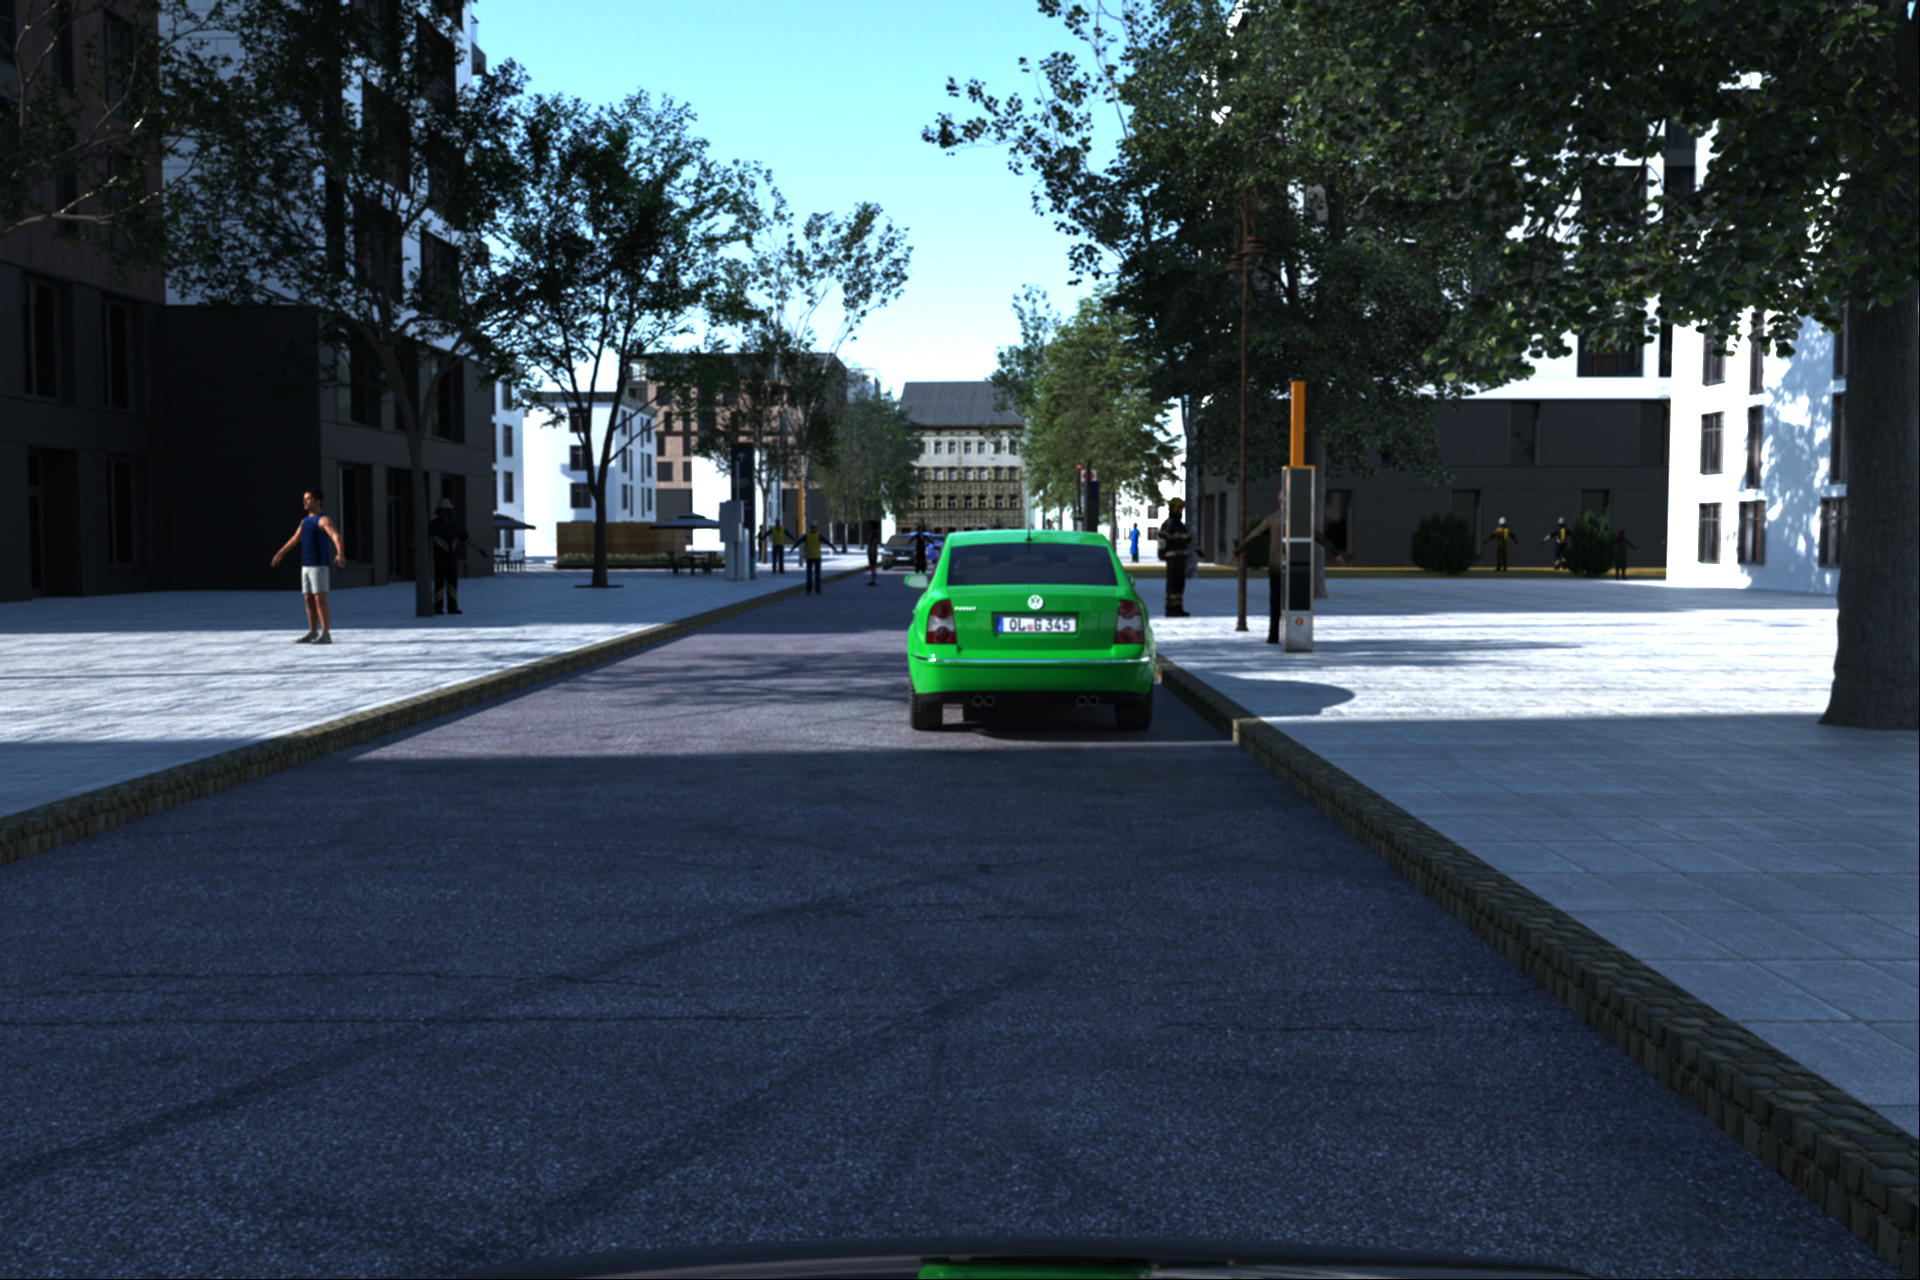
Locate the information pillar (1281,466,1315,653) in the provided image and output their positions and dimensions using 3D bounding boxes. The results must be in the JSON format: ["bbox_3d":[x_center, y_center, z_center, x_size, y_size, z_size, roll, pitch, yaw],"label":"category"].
[{"bbox_3d":[3.662,-0.874,18.782,0.304,2.012,0.304,0,4,1],"label":"information pillar"}]

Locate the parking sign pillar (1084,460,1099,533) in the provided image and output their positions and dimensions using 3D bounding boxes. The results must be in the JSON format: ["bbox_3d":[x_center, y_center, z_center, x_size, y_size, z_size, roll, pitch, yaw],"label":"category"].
[{"bbox_3d":[4.814,-4.597,63.630,1.447,3.967,1.447,0,4,0],"label":"parking sign pillar"}]

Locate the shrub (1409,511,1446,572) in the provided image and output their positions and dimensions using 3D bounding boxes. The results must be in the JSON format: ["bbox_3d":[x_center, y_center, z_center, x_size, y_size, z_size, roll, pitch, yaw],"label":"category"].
[{"bbox_3d":[16.090,-3.350,58.816,1.661,2.075,1.752,0,3,0],"label":"shrub"}]

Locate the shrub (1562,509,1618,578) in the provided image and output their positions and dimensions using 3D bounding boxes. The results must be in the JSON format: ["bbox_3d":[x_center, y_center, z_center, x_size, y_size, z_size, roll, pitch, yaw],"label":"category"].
[{"bbox_3d":[18.653,-2.863,51.234,1.690,2.028,1.600,0,3,0],"label":"shrub"}]

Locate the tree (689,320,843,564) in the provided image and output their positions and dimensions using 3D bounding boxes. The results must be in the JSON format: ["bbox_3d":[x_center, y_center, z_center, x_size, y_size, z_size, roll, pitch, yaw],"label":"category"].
[{"bbox_3d":[-8.216,-8.588,74.824,7.601,10.594,8.767,-3,5,-45],"label":"tree"}]

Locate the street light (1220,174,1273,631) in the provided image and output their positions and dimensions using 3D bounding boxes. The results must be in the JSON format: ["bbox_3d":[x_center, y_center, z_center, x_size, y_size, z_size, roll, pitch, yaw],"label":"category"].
[{"bbox_3d":[3.729,-3.055,22.729,0.468,5.910,1.993,0,4,1],"label":"street light"}]

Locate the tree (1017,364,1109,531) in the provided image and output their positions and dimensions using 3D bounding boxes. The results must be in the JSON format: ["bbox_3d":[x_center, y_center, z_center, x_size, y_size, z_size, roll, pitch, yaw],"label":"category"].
[{"bbox_3d":[7.162,-11.864,112.107,7.486,12.596,7.792,0,3,0],"label":"tree"}]

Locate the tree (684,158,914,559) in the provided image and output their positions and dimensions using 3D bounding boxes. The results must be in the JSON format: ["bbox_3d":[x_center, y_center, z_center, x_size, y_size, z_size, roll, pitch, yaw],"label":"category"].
[{"bbox_3d":[-9.532,-14.312,89.894,12.611,20.169,13.585,0,3,0],"label":"tree"}]

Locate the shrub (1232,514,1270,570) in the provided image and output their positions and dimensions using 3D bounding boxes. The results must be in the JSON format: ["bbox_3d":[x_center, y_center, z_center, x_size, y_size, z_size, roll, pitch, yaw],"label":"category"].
[{"bbox_3d":[10.573,-3.509,61.792,1.690,2.028,1.600,0,3,0],"label":"shrub"}]

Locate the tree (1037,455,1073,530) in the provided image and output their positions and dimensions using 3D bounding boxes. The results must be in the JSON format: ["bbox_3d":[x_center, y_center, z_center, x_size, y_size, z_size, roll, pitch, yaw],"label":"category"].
[{"bbox_3d":[7.133,-10.473,121.593,4.737,8.622,4.395,0,3,0],"label":"tree"}]

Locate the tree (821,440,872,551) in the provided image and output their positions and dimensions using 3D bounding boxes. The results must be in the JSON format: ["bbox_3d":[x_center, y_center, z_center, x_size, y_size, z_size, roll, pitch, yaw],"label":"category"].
[{"bbox_3d":[-8.361,-10.833,127.474,4.360,8.622,3.978,0,3,0],"label":"tree"}]

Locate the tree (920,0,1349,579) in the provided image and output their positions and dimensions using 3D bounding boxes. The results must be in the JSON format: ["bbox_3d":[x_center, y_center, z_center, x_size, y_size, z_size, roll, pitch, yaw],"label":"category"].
[{"bbox_3d":[5.679,-11.886,50.231,12.611,20.169,13.585,0,3,0],"label":"tree"}]

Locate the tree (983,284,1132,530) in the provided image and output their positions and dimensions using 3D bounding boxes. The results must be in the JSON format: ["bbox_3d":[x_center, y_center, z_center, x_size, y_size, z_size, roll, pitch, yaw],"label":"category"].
[{"bbox_3d":[6.307,-16.981,133.533,12.611,20.169,13.585,0,3,0],"label":"tree"}]

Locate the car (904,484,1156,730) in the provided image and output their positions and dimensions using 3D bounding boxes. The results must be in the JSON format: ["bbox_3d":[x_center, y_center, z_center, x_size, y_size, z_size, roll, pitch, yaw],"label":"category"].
[{"bbox_3d":[0.509,-0.320,14.028,1.959,1.807,4.718,0,4,0],"label":"car"}]

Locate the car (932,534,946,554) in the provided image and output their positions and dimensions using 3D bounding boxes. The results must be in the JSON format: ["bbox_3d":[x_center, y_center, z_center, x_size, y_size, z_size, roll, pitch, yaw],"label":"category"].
[{"bbox_3d":[-1.568,-6.000,110.097,2.014,1.417,4.499,0,4,0],"label":"car"}]

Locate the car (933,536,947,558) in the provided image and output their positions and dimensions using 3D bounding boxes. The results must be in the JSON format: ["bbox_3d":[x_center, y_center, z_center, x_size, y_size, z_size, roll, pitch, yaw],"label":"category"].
[{"bbox_3d":[0.150,-2.758,54.874,2.009,1.686,4.222,0,4,0],"label":"car"}]

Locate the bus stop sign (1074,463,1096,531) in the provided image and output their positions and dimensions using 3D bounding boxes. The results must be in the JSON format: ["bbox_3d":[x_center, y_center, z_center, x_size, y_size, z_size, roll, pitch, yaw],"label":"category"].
[{"bbox_3d":[4.720,-4.695,65.470,0.855,3.939,0.416,0,4,1],"label":"bus stop sign"}]

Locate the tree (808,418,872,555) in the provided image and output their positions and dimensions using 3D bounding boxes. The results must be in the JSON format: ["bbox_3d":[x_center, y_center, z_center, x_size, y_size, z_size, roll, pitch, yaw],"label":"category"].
[{"bbox_3d":[-7.813,-9.410,104.212,4.360,8.622,3.978,0,3,0],"label":"tree"}]

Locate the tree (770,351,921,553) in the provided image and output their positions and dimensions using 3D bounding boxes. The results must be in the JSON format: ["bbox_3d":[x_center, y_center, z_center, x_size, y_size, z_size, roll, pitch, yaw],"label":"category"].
[{"bbox_3d":[-7.839,-12.601,116.401,12.009,13.543,11.850,0,3,0],"label":"tree"}]

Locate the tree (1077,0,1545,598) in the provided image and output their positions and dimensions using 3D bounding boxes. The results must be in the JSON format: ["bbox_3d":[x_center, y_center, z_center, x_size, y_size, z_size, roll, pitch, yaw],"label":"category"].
[{"bbox_3d":[7.090,-7.822,34.549,9.857,13.997,8.962,0,3,0],"label":"tree"}]

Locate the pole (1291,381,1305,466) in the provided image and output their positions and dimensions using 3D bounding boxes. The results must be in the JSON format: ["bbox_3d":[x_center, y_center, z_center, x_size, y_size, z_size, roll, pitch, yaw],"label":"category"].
[{"bbox_3d":[4.524,-1.800,23.275,0.158,3.312,0.155,0,3,0],"label":"pole"}]

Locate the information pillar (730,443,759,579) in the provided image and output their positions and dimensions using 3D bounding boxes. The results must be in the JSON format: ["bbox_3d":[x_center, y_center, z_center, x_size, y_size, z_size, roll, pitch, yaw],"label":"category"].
[{"bbox_3d":[-6.170,-3.668,49.350,0.750,3.857,0.750,0,4,0],"label":"information pillar"}]

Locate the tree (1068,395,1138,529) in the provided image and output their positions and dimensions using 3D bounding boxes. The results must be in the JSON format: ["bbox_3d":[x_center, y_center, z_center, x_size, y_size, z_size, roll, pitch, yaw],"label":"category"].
[{"bbox_3d":[6.574,-8.396,87.629,4.360,8.622,3.978,0,3,0],"label":"tree"}]

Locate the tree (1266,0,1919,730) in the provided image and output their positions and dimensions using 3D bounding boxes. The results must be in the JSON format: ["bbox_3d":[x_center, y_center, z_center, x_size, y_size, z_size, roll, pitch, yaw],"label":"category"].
[{"bbox_3d":[6.124,-6.390,11.125,9.857,13.997,8.962,0,3,0],"label":"tree"}]

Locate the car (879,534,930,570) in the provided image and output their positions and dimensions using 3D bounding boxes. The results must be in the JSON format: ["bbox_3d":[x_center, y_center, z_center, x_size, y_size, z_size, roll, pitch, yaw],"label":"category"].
[{"bbox_3d":[-2.207,-3.663,69.676,2.009,1.686,4.222,0,4,1],"label":"car"}]

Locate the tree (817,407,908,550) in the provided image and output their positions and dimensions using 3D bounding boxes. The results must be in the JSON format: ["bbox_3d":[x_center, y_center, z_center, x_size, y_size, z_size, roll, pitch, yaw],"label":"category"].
[{"bbox_3d":[-7.851,-13.057,139.240,9.928,11.665,9.643,0,3,0],"label":"tree"}]

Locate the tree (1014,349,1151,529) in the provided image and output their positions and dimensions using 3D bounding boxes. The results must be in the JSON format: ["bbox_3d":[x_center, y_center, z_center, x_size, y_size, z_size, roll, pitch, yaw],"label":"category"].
[{"bbox_3d":[6.855,-10.453,96.669,9.928,11.665,9.643,0,3,0],"label":"tree"}]

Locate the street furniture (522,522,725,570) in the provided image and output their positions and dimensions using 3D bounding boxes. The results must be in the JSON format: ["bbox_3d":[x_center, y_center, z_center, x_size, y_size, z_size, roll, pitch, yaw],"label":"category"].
[{"bbox_3d":[-11.755,-3.575,65.309,11.010,1.723,9.812,-1,4,-14],"label":"street furniture"}]

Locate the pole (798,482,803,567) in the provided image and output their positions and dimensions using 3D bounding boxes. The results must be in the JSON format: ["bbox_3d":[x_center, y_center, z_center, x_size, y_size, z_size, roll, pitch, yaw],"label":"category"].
[{"bbox_3d":[-6.208,-4.508,67.543,0.158,3.312,0.155,0,3,0],"label":"pole"}]

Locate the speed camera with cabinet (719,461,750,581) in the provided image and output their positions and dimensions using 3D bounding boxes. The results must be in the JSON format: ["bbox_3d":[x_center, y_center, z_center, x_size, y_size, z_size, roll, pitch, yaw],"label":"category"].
[{"bbox_3d":[-6.228,-3.266,47.740,0.660,3.252,2.038,0,4,0],"label":"speed camera with cabinet"}]

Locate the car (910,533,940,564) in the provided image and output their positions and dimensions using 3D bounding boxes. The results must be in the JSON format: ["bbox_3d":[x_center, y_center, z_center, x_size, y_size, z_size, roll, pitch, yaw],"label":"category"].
[{"bbox_3d":[-1.946,-4.557,84.102,1.945,1.707,3.694,0,4,0],"label":"car"}]

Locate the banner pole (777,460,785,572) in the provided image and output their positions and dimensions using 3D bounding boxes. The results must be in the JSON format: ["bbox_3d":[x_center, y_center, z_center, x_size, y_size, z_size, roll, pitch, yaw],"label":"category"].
[{"bbox_3d":[-6.090,-4.188,58.488,0.401,3.779,0.863,0,3,0],"label":"banner pole"}]

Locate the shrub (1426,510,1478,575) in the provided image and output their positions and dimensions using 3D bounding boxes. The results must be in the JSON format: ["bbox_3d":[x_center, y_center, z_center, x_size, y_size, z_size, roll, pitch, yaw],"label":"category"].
[{"bbox_3d":[15.385,-3.043,54.180,1.690,2.028,1.600,0,3,0],"label":"shrub"}]

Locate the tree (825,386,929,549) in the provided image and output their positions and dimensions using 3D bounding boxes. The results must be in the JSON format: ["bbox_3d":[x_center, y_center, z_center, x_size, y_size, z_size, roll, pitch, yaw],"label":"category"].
[{"bbox_3d":[-7.494,-14.788,148.439,9.857,13.997,8.962,0,3,0],"label":"tree"}]

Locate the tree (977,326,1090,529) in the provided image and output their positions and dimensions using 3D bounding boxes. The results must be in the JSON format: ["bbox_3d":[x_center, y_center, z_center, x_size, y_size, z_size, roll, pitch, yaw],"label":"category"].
[{"bbox_3d":[7.678,-18.368,156.204,12.611,20.169,13.585,0,3,0],"label":"tree"}]
